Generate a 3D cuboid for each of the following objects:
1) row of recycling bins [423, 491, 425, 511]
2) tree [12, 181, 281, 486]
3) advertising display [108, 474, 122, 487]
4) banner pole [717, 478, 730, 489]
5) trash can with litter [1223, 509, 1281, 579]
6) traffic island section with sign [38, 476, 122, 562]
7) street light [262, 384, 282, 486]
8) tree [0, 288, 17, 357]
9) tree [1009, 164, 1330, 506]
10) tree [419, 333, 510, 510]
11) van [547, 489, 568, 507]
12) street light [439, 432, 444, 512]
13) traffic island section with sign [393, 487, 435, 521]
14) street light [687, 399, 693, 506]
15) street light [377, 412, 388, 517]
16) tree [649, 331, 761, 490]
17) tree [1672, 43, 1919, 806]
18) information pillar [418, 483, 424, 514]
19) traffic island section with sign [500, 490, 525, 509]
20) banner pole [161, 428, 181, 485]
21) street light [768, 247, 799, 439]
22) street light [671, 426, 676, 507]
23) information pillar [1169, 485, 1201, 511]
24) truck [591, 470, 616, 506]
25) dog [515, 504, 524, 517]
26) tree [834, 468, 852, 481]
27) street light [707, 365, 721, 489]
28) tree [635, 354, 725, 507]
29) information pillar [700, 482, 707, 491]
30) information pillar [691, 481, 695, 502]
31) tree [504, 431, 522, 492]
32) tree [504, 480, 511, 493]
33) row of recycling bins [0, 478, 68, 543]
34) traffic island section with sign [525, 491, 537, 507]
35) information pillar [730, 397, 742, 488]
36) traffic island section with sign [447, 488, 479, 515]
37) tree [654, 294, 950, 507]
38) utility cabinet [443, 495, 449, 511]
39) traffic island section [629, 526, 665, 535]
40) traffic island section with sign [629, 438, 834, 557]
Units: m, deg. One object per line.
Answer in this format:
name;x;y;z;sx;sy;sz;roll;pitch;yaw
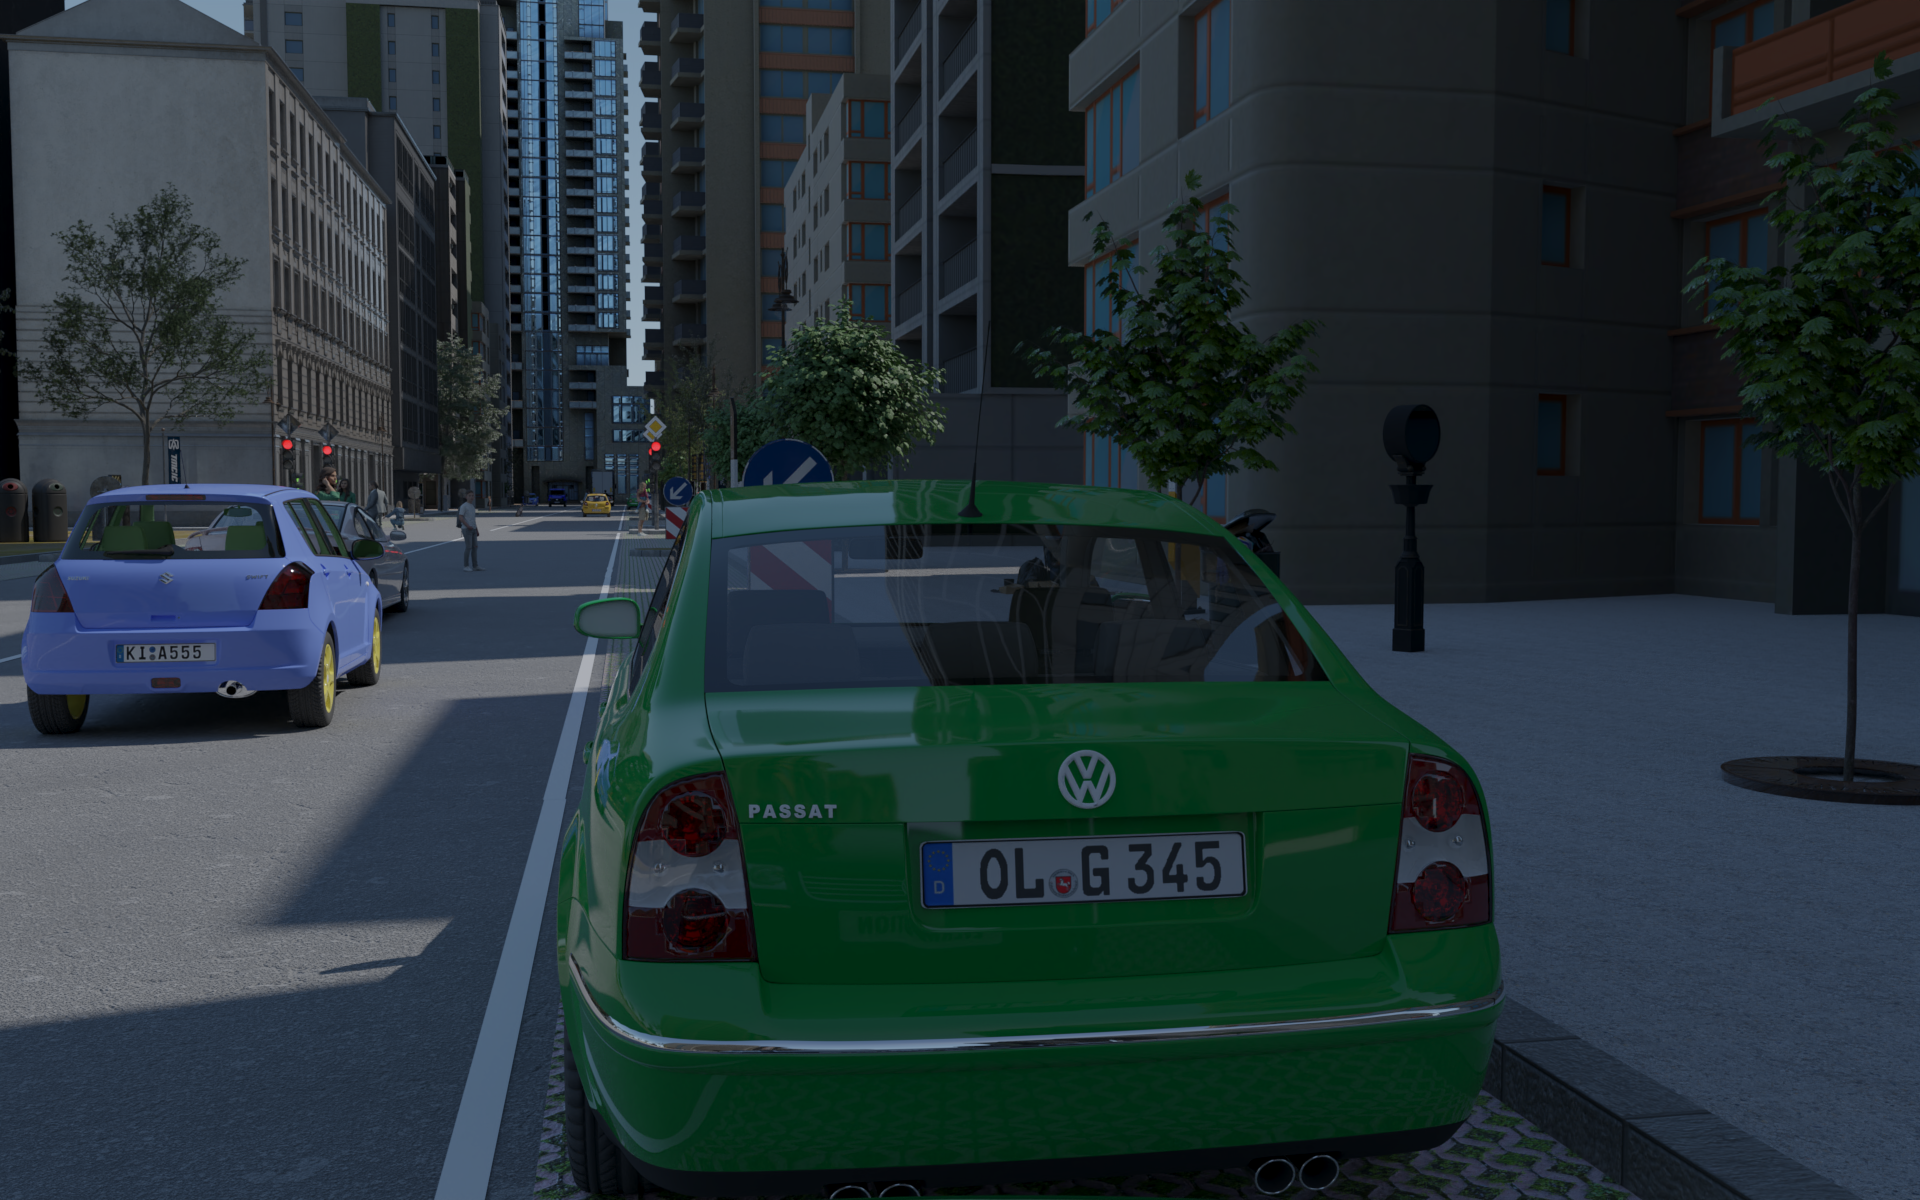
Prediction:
row of recycling bins;-41.740;-7.460;129.078;3.534;1.692;1.069;-1;4;-18
tree;-23.762;-7.127;50.933;7.601;10.594;8.767;-3;5;-40
advertising display;-27.973;-3.190;57.366;0.123;1.923;0.974;-1;4;-8
banner pole;-13.020;-6.485;96.040;0.863;3.779;0.401;-1;4;-16
trash can with litter;1.939;-0.120;13.346;0.624;1.170;1.055;-3;5;-44
traffic island section with sign;-18.500;-1.756;37.332;1.989;1.847;2.006;-1;4;-11
street light;-26.901;-5.813;67.824;0.468;5.910;1.993;-1;4;-11
tree;-23.991;-5.462;39.671;4.360;8.622;3.978;0;3;0
tree;1.408;-0.954;10.206;1.663;3.219;1.824;0;3;0
tree;-40.566;-14.000;135.558;9.857;13.997;8.962;0;3;0
van;-44.685;-11.492;192.277;2.240;2.365;5.245;-1;4;-12
street light;-38.001;-9.418;126.764;0.468;5.910;1.993;-1;4;-11
traffic island section with sign;-28.973;-5.101;92.021;1.989;1.847;2.006;-1;4;-11
street light;-13.198;-6.841;84.636;0.468;5.910;1.993;-1;4;-11
street light;-32.477;-7.623;97.422;0.468;5.910;1.993;-1;4;-11
tree;-11.134;-7.799;77.870;4.360;8.622;3.978;0;3;0
tree;4.046;-0.788;7.491;1.663;3.219;1.824;0;3;0
information pillar;-34.217;-6.448;109.918;0.304;2.012;0.304;-1;4;-18
traffic island section with sign;-43.522;-9.746;167.982;1.989;1.847;2.006;-1;4;-11
banner pole;-30.012;-4.637;65.833;0.401;3.779;0.863;3;5;44
street light;-3.323;-3.661;32.642;0.468;5.910;1.993;-1;4;-11
street light;-18.875;-8.664;114.443;0.468;5.910;1.993;-1;4;-11
information pillar;2.402;-1.654;18.403;0.183;3.616;0.504;3;5;43
truck;-41.921;-13.135;203.677;2.839;4.237;11.283;-1;4;-10
dog;-27.665;-5.594;108.297;0.800;0.831;0.513;0;4;-8
tree;-3.294;-2.887;41.796;1.663;3.219;1.824;0;3;0
street light;-8.794;-5.456;61.994;0.468;5.910;1.993;-1;4;-11
tree;-14.457;-8.558;90.283;4.737;8.622;4.395;0;3;0
information pillar;-15.148;-5.980;102.266;0.304;2.012;0.304;1;4;10
information pillar;-14.566;-5.484;94.159;0.304;2.012;0.304;-1;4;-12
tree;-49.635;-14.523;187.815;4.360;8.622;3.978;0;3;0
tree;-51.251;-12.227;194.508;1.663;3.219;1.824;0;3;0
row of recycling bins;-25.485;-2.352;45.571;3.534;1.692;1.069;-2;4;-35
traffic island section with sign;-48.600;-11.366;194.457;1.989;1.847;2.006;-1;4;-11
information pillar;-5.458;-3.088;41.840;0.183;3.616;0.504;-1;4;-17
traffic island section with sign;-34.172;-6.760;119.151;1.989;1.847;2.006;-1;4;-11
tree;-1.974;-2.734;28.413;4.285;4.588;4.351;0;3;0
utility cabinet;-39.381;-7.433;132.698;0.306;1.237;1.020;-1;4;-10
traffic island section;-10.868;-2.442;62.201;2.009;0.180;2.903;-1;4;-11
traffic island section with sign;-1.468;-0.275;13.128;1.989;1.847;2.006;-1;4;-11
